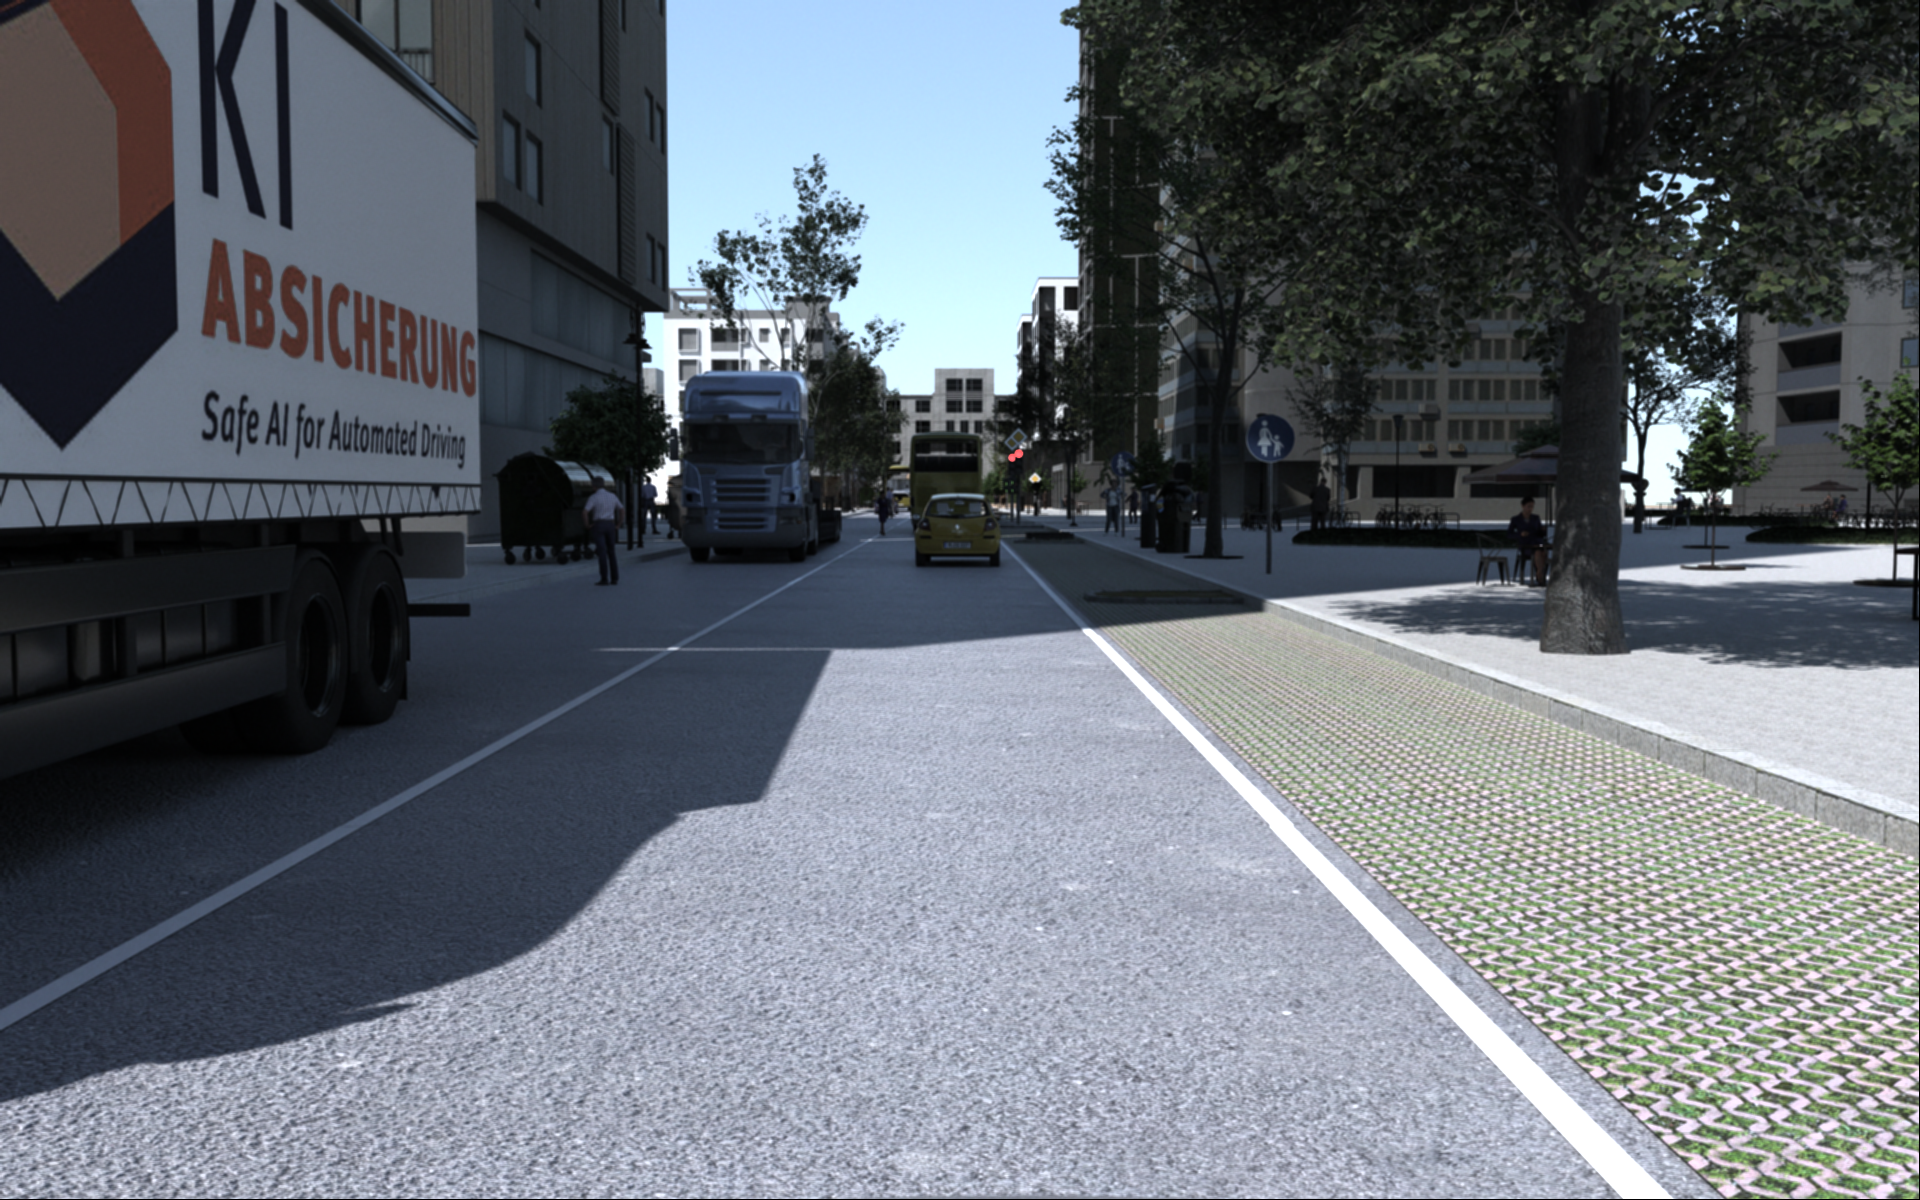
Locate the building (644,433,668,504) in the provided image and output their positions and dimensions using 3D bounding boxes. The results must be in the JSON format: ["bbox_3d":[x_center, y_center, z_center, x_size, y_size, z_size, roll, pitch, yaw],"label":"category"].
[{"bbox_3d":[-49.520,-17.290,224.831,28.070,9.664,9.099,0,4,0],"label":"building"}]

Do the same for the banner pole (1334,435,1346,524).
[{"bbox_3d":[16.142,-5.096,73.337,0.401,3.779,0.863,-1,4,-17],"label":"banner pole"}]

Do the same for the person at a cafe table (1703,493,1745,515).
[{"bbox_3d":[37.189,-4.656,84.638,1.698,1.524,1.622,-3,5,-42],"label":"person at a cafe table"}]

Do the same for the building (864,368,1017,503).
[{"bbox_3d":[-3.625,-23.546,251.430,31.486,18.905,16.747,0,4,0],"label":"building"}]

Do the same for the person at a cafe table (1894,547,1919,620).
[{"bbox_3d":[10.606,-0.407,17.521,1.726,1.238,1.698,3,5,40],"label":"person at a cafe table"}]

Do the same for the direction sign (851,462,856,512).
[{"bbox_3d":[-7.580,-8.030,123.289,0.379,3.537,0.876,-1,4,-11],"label":"direction sign"}]

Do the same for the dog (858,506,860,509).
[{"bbox_3d":[-8.570,-7.894,146.809,0.550,0.427,0.748,3,4,38],"label":"dog"}]

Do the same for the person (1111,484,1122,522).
[{"bbox_3d":[7.280,-4.554,80.362,0.599,1.838,0.709,-1,4,-10],"label":"person"}]

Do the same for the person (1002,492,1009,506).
[{"bbox_3d":[4.869,-11.516,194.418,1.348,1.812,0.705,-1,4,-16],"label":"person"}]

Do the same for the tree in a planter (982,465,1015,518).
[{"bbox_3d":[2.359,-6.651,105.961,1.991,3.239,1.994,0,4,0],"label":"tree in a planter"}]

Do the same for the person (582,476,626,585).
[{"bbox_3d":[-5.644,-1.090,27.264,0.756,1.711,0.436,-2,4,-34],"label":"person"}]

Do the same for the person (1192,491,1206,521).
[{"bbox_3d":[11.243,-4.430,81.174,0.600,1.496,0.574,2,4,30],"label":"person"}]

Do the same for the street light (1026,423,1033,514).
[{"bbox_3d":[4.391,-8.463,111.162,0.468,5.910,1.993,0,4,0],"label":"street light"}]

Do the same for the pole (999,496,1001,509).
[{"bbox_3d":[3.567,-9.730,152.928,0.158,3.312,0.155,0,3,0],"label":"pole"}]

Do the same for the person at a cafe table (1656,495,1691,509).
[{"bbox_3d":[43.476,-5.765,105.118,1.726,1.238,1.698,0,4,-5],"label":"person at a cafe table"}]

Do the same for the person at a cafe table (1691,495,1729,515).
[{"bbox_3d":[40.246,-4.983,92.340,1.698,1.238,1.726,0,4,8],"label":"person at a cafe table"}]

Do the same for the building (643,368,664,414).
[{"bbox_3d":[-35.108,-23.487,250.474,31.486,18.905,16.747,0,4,0],"label":"building"}]

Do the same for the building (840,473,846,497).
[{"bbox_3d":[-16.001,-14.738,183.112,9.099,9.664,28.070,0,4,0],"label":"building"}]

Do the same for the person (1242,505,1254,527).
[{"bbox_3d":[11.206,-3.271,67.444,0.347,0.859,0.695,2,4,30],"label":"person"}]

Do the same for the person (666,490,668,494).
[{"bbox_3d":[-15.220,-5.124,91.283,0.566,1.644,0.517,2,4,25],"label":"person"}]

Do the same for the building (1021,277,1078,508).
[{"bbox_3d":[21.274,-20.533,179.682,27.936,21.610,32.646,0,4,0],"label":"building"}]

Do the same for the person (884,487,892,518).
[{"bbox_3d":[-4.294,-5.724,101.960,0.599,1.838,0.709,2,4,32],"label":"person"}]

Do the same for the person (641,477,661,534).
[{"bbox_3d":[-9.933,-3.028,55.414,0.709,1.838,0.599,0,4,-2],"label":"person"}]

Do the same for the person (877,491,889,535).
[{"bbox_3d":[-2.610,-3.018,60.212,0.546,1.535,0.453,3,4,36],"label":"person"}]

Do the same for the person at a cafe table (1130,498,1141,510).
[{"bbox_3d":[13.468,-7.298,130.176,1.698,1.238,1.726,-2,4,-29],"label":"person at a cafe table"}]

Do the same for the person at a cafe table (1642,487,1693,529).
[{"bbox_3d":[25.965,-3.364,63.511,1.622,1.524,1.698,2,4,30],"label":"person at a cafe table"}]

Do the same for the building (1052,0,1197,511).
[{"bbox_3d":[18.381,-42.943,140.376,20.563,71.187,20.611,0,4,0],"label":"building"}]

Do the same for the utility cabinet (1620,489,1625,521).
[{"bbox_3d":[30.409,-4.414,80.853,1.173,1.500,0.318,2,4,25],"label":"utility cabinet"}]

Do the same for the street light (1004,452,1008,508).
[{"bbox_3d":[4.130,-11.140,154.923,0.468,5.910,1.993,0,4,0],"label":"street light"}]

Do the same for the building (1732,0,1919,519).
[{"bbox_3d":[59.874,-33.667,92.453,28.212,58.520,21.231,0,4,0],"label":"building"}]

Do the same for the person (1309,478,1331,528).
[{"bbox_3d":[10.080,-2.560,48.581,0.565,1.739,0.600,-1,4,-16],"label":"person"}]

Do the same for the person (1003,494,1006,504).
[{"bbox_3d":[5.416,-12.749,214.577,0.705,1.812,1.348,-2,4,-28],"label":"person"}]

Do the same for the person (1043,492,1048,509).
[{"bbox_3d":[7.164,-8.444,146.369,0.482,1.546,0.388,-2,4,-30],"label":"person"}]

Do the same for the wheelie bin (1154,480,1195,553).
[{"bbox_3d":[4.707,-1.827,37.787,0.693,1.594,0.980,3,5,43],"label":"wheelie bin"}]

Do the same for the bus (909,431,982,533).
[{"bbox_3d":[-0.586,-4.601,66.775,2.896,3.916,12.252,0,4,-1],"label":"bus"}]

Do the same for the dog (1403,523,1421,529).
[{"bbox_3d":[12.159,-1.820,46.589,0.406,0.507,0.540,1,4,23],"label":"dog"}]

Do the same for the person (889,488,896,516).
[{"bbox_3d":[-4.425,-6.362,112.649,0.434,1.807,0.598,-1,4,-20],"label":"person"}]

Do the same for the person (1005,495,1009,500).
[{"bbox_3d":[5.887,-13.436,226.434,1.217,1.736,0.721,-1,4,-18],"label":"person"}]

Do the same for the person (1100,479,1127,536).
[{"bbox_3d":[4.724,-2.857,53.470,0.841,1.734,0.376,1,4,12],"label":"person"}]

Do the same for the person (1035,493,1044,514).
[{"bbox_3d":[5.077,-6.381,110.498,0.598,1.807,0.434,-1,4,-23],"label":"person"}]

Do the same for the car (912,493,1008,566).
[{"bbox_3d":[-0.015,-1.559,35.715,2.015,1.641,3.980,0,4,1],"label":"car"}]

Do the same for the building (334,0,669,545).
[{"bbox_3d":[-24.693,-28.537,55.821,27.495,52.752,28.713,0,4,0],"label":"building"}]

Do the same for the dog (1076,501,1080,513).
[{"bbox_3d":[8.040,-6.230,116.247,0.800,0.831,0.513,-3,5,-41],"label":"dog"}]

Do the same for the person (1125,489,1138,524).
[{"bbox_3d":[7.605,-4.165,77.044,0.568,1.767,0.683,2,4,29],"label":"person"}]

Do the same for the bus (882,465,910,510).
[{"bbox_3d":[-5.080,-9.644,149.230,2.896,3.916,12.252,0,4,-1],"label":"bus"}]

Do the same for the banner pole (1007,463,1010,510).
[{"bbox_3d":[4.026,-9.189,140.254,0.401,3.779,0.863,-3,5,-43],"label":"banner pole"}]

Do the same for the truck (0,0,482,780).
[{"bbox_3d":[-4.647,-1.133,7.440,2.839,4.237,11.283,0,4,-2],"label":"truck"}]

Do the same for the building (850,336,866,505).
[{"bbox_3d":[-19.659,-21.212,203.235,16.016,20.091,11.380,0,4,0],"label":"building"}]

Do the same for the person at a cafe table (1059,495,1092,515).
[{"bbox_3d":[6.893,-5.778,105.324,1.726,1.238,1.698,-1,4,-21],"label":"person at a cafe table"}]

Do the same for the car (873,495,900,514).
[{"bbox_3d":[-5.307,-6.880,125.061,1.945,1.354,3.894,0,4,-2],"label":"car"}]

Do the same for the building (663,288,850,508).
[{"bbox_3d":[-18.955,-18.757,163.092,16.016,20.091,11.380,0,4,0],"label":"building"}]

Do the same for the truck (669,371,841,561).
[{"bbox_3d":[-4.639,-3.300,43.713,2.967,4.110,18.799,0,4,-1],"label":"truck"}]

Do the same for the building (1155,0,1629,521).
[{"bbox_3d":[23.999,-24.822,97.713,23.993,40.220,32.217,0,4,0],"label":"building"}]

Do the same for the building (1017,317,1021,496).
[{"bbox_3d":[20.883,-22.573,213.035,27.936,21.610,32.646,0,4,0],"label":"building"}]

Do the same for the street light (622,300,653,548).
[{"bbox_3d":[-7.667,-4.193,41.350,0.468,5.910,1.993,0,4,0],"label":"street light"}]

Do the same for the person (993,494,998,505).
[{"bbox_3d":[4.126,-12.223,206.420,0.750,1.759,0.617,-3,5,-39],"label":"person"}]

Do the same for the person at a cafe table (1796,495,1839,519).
[{"bbox_3d":[44.763,-4.841,90.007,1.726,1.238,1.698,-1,4,-12],"label":"person at a cafe table"}]

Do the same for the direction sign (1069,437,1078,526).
[{"bbox_3d":[4.539,-4.716,69.103,0.379,3.537,0.876,0,4,1],"label":"direction sign"}]
